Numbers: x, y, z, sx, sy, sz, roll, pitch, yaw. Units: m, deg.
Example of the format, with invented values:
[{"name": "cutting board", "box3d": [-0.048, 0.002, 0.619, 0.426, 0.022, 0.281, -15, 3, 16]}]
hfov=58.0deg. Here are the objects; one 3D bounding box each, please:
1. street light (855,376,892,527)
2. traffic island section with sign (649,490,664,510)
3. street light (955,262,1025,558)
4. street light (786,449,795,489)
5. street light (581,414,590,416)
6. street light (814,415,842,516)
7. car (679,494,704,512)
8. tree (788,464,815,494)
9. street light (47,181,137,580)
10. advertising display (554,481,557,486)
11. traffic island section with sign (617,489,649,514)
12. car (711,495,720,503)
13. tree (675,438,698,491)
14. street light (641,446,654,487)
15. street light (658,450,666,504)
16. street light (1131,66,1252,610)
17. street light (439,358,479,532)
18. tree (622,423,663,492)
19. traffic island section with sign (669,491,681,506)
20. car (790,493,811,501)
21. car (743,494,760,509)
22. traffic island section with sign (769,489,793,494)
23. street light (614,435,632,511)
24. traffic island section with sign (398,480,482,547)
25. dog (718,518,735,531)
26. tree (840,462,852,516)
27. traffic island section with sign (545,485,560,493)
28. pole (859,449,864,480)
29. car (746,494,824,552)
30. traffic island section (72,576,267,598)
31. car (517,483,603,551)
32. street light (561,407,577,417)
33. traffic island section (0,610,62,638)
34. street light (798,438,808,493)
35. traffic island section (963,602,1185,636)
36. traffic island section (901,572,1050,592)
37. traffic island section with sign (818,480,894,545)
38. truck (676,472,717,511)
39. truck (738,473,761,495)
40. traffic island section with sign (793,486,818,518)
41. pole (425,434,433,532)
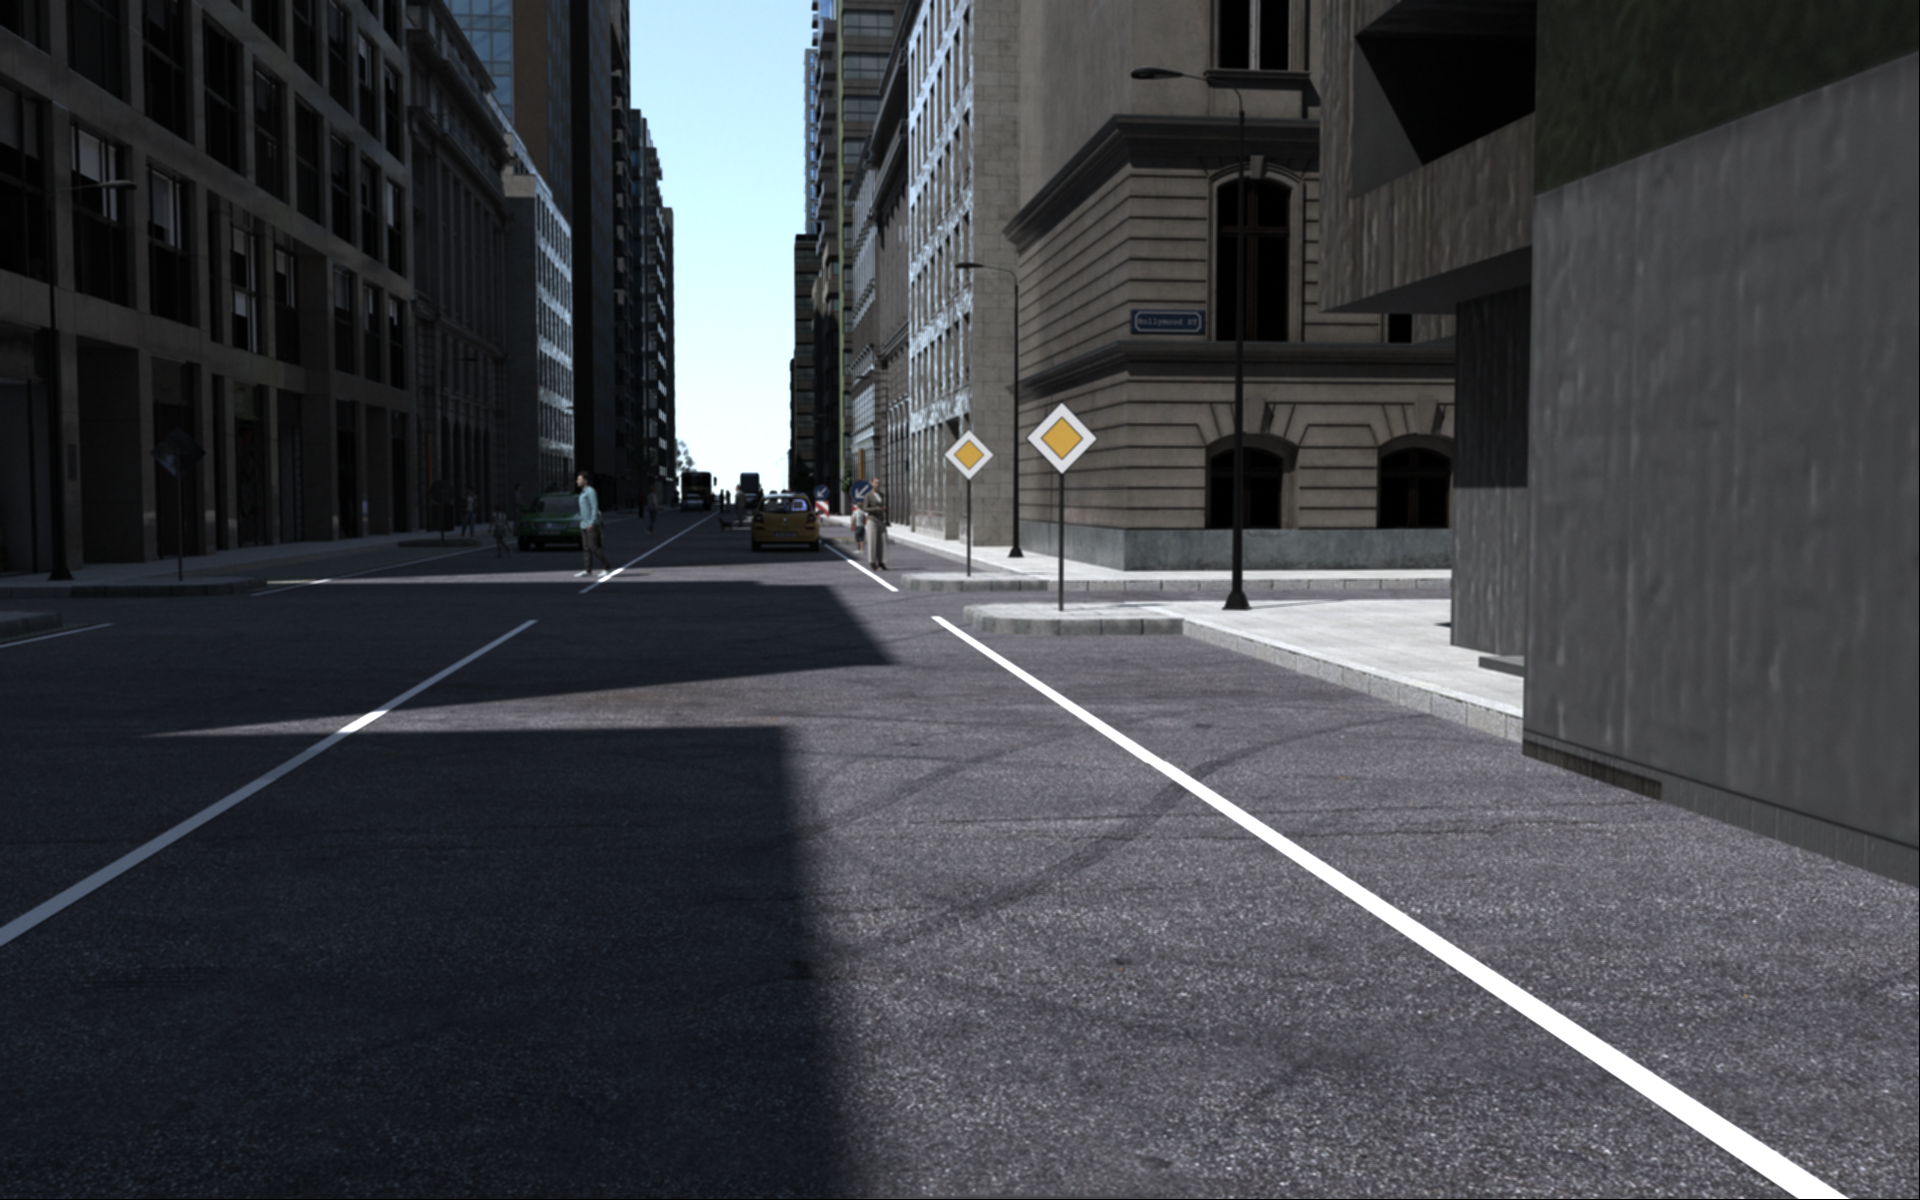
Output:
[{"name": "street light", "box3d": [-3.409, -5.845, 68.110, 1.470, 5.913, 1.316, 0, 4, -7]}, {"name": "traffic island section with sign", "box3d": [-26.951, -8.743, 151.583, 1.989, 1.847, 2.006, 0, 4, -7]}, {"name": "street light", "box3d": [0.598, -3.812, 34.871, 1.470, 5.913, 1.316, 0, 4, -7]}, {"name": "street light", "box3d": [-16.859, -12.540, 177.571, 1.470, 5.913, 1.316, 0, 4, -7]}, {"name": "street light", "box3d": [-22.241, -7.862, 101.084, 1.470, 5.913, 1.316, 0, 4, -7]}, {"name": "street light", "box3d": [-7.626, -7.892, 101.571, 1.470, 5.913, 1.316, 0, 4, -7]}, {"name": "car", "box3d": [-21.591, -7.791, 139.379, 2.014, 1.417, 4.499, -1, 4, -9]}, {"name": "tree", "box3d": [-16.552, -12.288, 184.620, 4.285, 4.588, 4.351, 0, 3, 0]}, {"name": "street light", "box3d": [-12.900, -3.256, 25.769, 1.470, 5.913, 1.316, 0, 4, -7]}, {"name": "advertising display", "box3d": [-20.698, -5.105, 88.678, 0.123, 1.923, 0.974, -1, 4, -15]}, {"name": "traffic island section with sign", "box3d": [-23.624, -7.086, 124.481, 1.989, 1.847, 2.006, 0, 4, -7]}, {"name": "car", "box3d": [-33.363, -13.751, 237.192, 2.083, 1.381, 4.827, 0, 4, -5]}, {"name": "tree", "box3d": [-42.520, -19.800, 258.139, 7.601, 10.594, 8.767, 0, 4, 1]}, {"name": "street light", "box3d": [-30.423, -11.978, 168.379, 1.470, 5.913, 1.316, 0, 4, -7]}, {"name": "street light", "box3d": [-32.279, -12.910, 183.622, 1.470, 5.913, 1.316, 0, 4, -7]}, {"name": "street light", "box3d": [2.547, -2.844, 19.049, 1.470, 5.913, 1.316, 0, 4, -7]}, {"name": "street light", "box3d": [-17.064, -5.287, 58.988, 1.470, 5.913, 1.316, 0, 4, -7]}, {"name": "tree", "box3d": [-32.505, -13.847, 176.759, 4.360, 8.622, 3.978, 0, 3, 0]}, {"name": "traffic island section with sign", "box3d": [-33.597, -12.067, 205.921, 1.989, 1.847, 2.006, 0, 4, -7]}, {"name": "car", "box3d": [-10.975, -6.544, 116.590, 1.945, 1.707, 3.694, 0, 4, -8]}, {"name": "car", "box3d": [-17.763, -8.221, 146.206, 2.131, 1.459, 4.920, 0, 4, -8]}, {"name": "traffic island section with sign", "box3d": [-15.610, -8.828, 152.962, 1.989, 1.847, 2.006, 0, 4, -7]}, {"name": "street light", "box3d": [-26.307, -9.946, 135.154, 1.470, 5.913, 1.316, 0, 4, -7]}, {"name": "traffic island section with sign", "box3d": [-14.188, -2.371, 47.396, 1.989, 1.847, 2.006, 0, 4, -7]}, {"name": "dog", "box3d": [-8.985, -2.893, 66.590, 0.540, 0.507, 0.406, -2, 4, -28]}, {"name": "tree", "box3d": [-6.700, -6.682, 103.845, 1.663, 3.219, 1.824, 0, 3, 0]}, {"name": "traffic island section with sign", "box3d": [-17.530, -4.040, 74.686, 1.989, 1.847, 2.006, 0, 4, -7]}, {"name": "pole", "box3d": [-4.417, -5.122, 77.582, 0.158, 3.312, 0.155, 0, 3, 0]}, {"name": "car", "box3d": [-4.490, -2.094, 44.466, 2.015, 1.641, 3.980, 0, 4, -6]}, {"name": "traffic island section", "box3d": [-11.498, -0.198, 25.512, 2.009, 0.180, 2.903, 0, 4, -7]}, {"name": "car", "box3d": [-10.389, -2.223, 45.141, 1.959, 1.807, 4.718, 0, 4, -5]}, {"name": "street light", "box3d": [-21.167, -7.320, 92.215, 1.470, 5.913, 1.316, 0, 4, -7]}, {"name": "traffic island section", "box3d": [-10.528, 0.287, 17.586, 2.009, 0.180, 2.903, 0, 4, -7]}, {"name": "street light", "box3d": [-12.740, -10.487, 144.009, 1.470, 5.913, 1.316, 0, 4, -7]}, {"name": "traffic island section", "box3d": [1.128, 0.201, 19.002, 2.009, 0.180, 2.903, 0, 4, -7]}, {"name": "traffic island section", "box3d": [0.157, -0.284, 26.928, 2.009, 0.180, 2.903, 0, 4, -7]}, {"name": "traffic island section with sign", "box3d": [-2.963, -2.507, 49.619, 1.989, 1.847, 2.006, 0, 4, -7]}, {"name": "truck", "box3d": [-23.146, -9.547, 152.019, 3.469, 3.379, 9.791, -1, 4, -9]}, {"name": "truck", "box3d": [-25.683, -13.625, 212.529, 2.967, 4.110, 18.799, 0, 4, -8]}, {"name": "traffic island section with sign", "box3d": [-6.236, -4.144, 76.375, 1.989, 1.847, 2.006, 0, 4, -7]}, {"name": "pole", "box3d": [-17.926, -3.953, 58.467, 0.158, 3.312, 0.155, 0, 3, 0]}]
